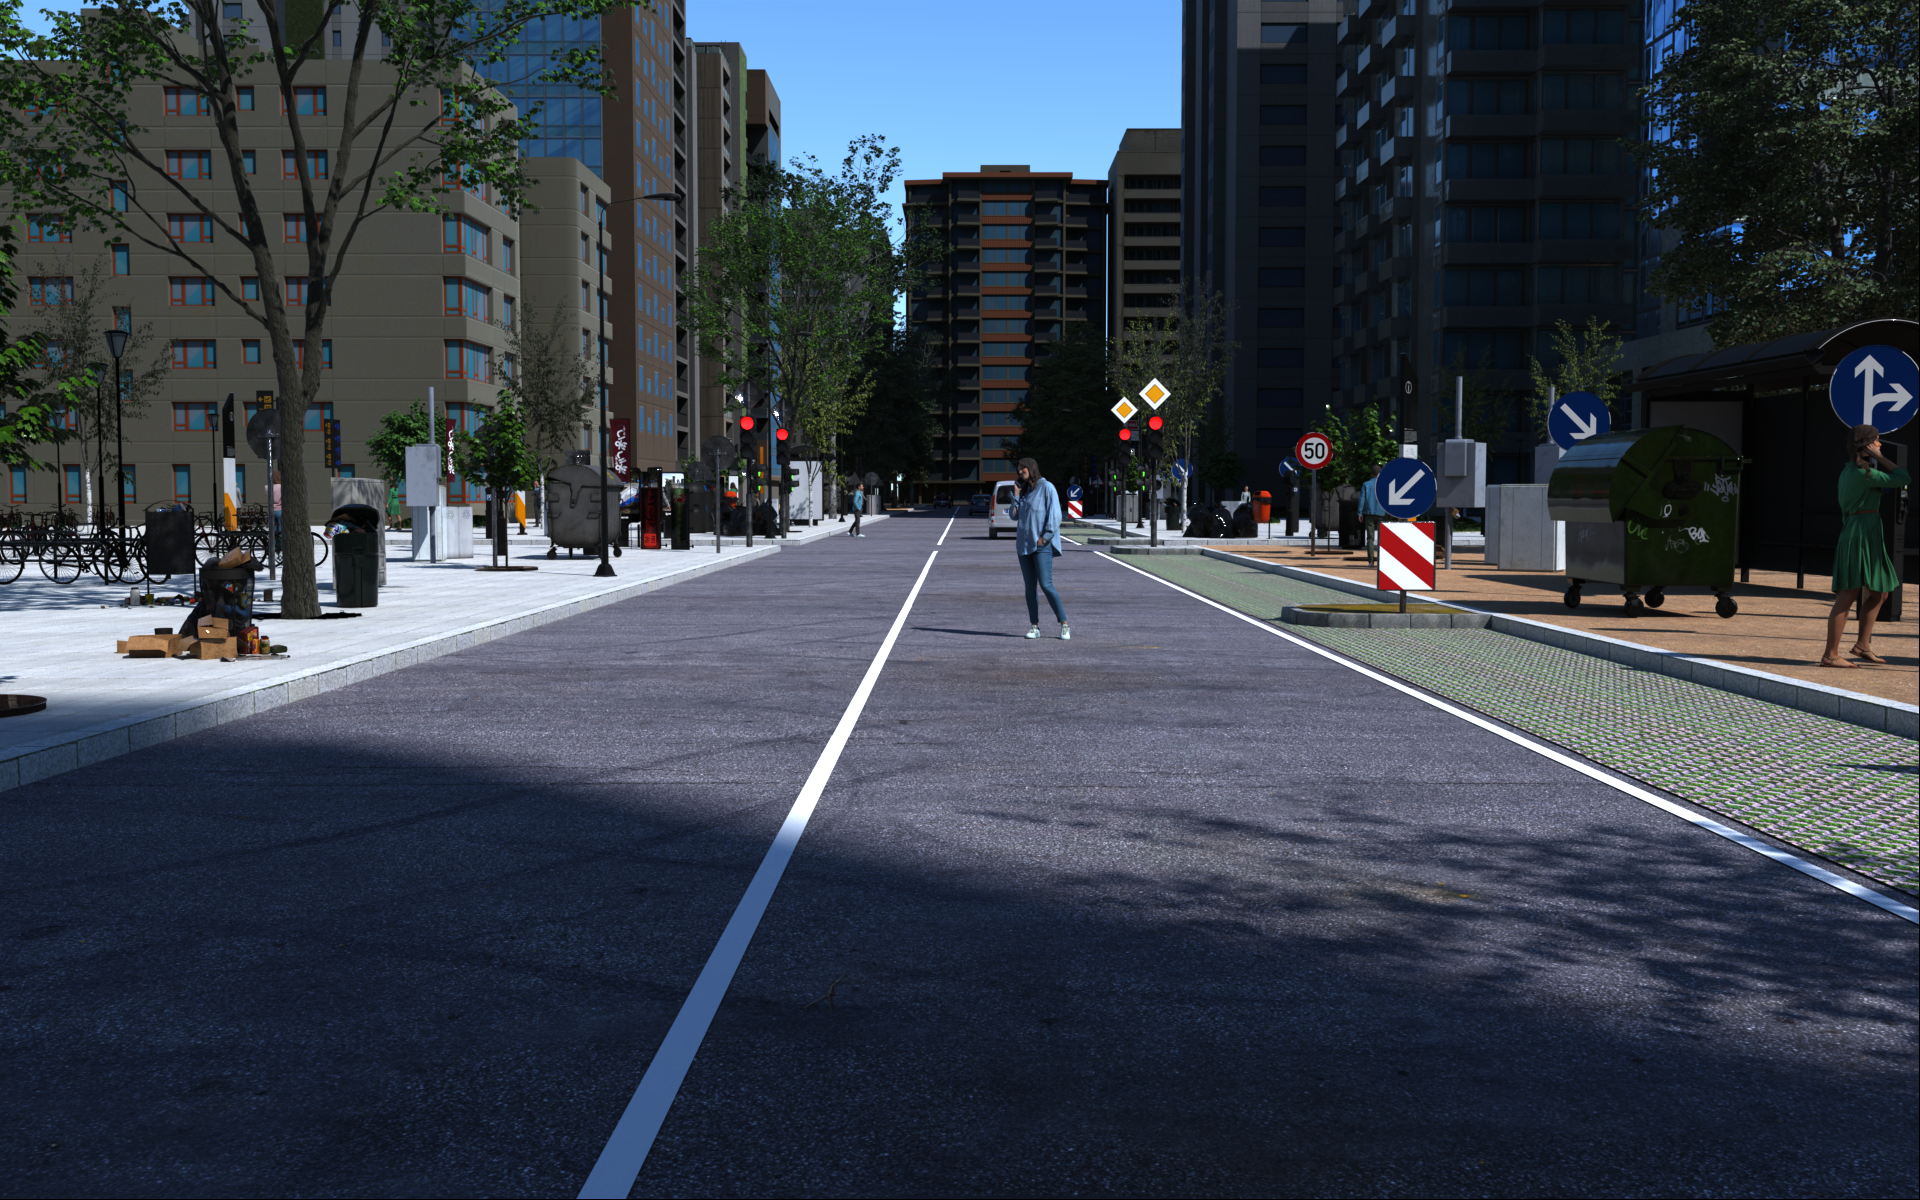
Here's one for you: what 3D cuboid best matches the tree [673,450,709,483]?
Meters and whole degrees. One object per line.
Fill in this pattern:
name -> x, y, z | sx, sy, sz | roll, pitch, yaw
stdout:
tree -> -11.731, -5.005, 76.434 | 1.663, 3.219, 1.824 | 0, 3, 0

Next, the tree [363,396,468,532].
tree -> -18.308, -4.571, 58.453 | 4.285, 4.588, 4.351 | 0, 3, 0

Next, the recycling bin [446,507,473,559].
recycling bin -> -10.221, -1.347, 34.581 | 0.722, 1.027, 0.722 | 3, 5, 40

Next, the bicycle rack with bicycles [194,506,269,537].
bicycle rack with bicycles -> -21.515, -2.370, 52.136 | 2.925, 0.926, 2.852 | -2, 4, -25

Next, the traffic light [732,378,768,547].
traffic light -> -5.087, -3.238, 41.867 | 0.839, 4.253, 0.868 | 0, 4, 0

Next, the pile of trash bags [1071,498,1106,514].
pile of trash bags -> 8.466, -6.190, 110.954 | 3.447, 1.369, 1.912 | 3, 5, 43

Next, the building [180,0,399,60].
building -> -61.863, -38.746, 175.493 | 28.212, 58.520, 21.231 | 0, 4, 0

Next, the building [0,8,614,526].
building -> -33.557, -14.596, 83.677 | 27.650, 21.520, 28.899 | 0, 4, 0

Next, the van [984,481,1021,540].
van -> 1.768, -2.984, 55.800 | 2.013, 2.044, 4.112 | 0, 4, 2

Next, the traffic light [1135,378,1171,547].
traffic light -> 4.674, -3.237, 41.853 | 0.839, 4.253, 0.868 | 0, 4, 0

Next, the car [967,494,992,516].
car -> 1.446, -6.283, 114.730 | 2.014, 1.417, 4.499 | 0, 4, 0

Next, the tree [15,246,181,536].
tree -> -26.136, -6.230, 52.227 | 4.360, 8.622, 3.978 | 0, 3, 0

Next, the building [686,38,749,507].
building -> -26.474, -28.664, 152.248 | 14.154, 41.232, 14.086 | 0, 4, 0

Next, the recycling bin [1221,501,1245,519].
recycling bin -> 9.737, -3.013, 61.813 | 0.722, 1.027, 0.722 | 1, 4, 23

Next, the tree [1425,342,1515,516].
tree -> 24.888, -8.190, 84.268 | 4.737, 8.622, 4.395 | 0, 3, 0

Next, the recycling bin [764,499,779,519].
recycling bin -> -9.795, -4.738, 90.026 | 0.722, 1.027, 0.722 | 0, 4, -3

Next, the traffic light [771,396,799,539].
traffic light -> -5.063, -3.727, 49.852 | 0.839, 4.253, 0.868 | 0, 4, 0

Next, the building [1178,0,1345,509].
building -> 32.412, -38.485, 171.234 | 21.231, 58.520, 28.212 | 0, 4, 0

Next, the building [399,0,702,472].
building -> -29.912, -42.555, 134.028 | 20.563, 71.187, 20.611 | 0, 4, 0

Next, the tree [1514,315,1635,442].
tree -> 25.349, -7.367, 70.813 | 4.737, 8.622, 4.395 | 0, 3, 0

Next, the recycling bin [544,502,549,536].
recycling bin -> -12.180, -2.453, 52.658 | 0.722, 1.027, 0.722 | -3, 4, -37

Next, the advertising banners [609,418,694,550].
advertising banners -> -7.127, -2.677, 39.950 | 2.074, 3.025, 0.090 | 1, 4, 16

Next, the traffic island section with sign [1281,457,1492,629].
traffic island section with sign -> 4.653, -0.650, 19.259 | 1.989, 1.847, 2.006 | 0, 4, 0

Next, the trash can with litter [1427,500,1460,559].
trash can with litter -> 9.578, -1.411, 34.455 | 0.624, 1.170, 1.055 | 1, 4, 22

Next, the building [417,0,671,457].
building -> -26.741, -28.276, 112.424 | 14.600, 45.320, 14.200 | 0, 4, 0

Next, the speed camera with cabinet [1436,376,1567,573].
speed camera with cabinet -> 9.065, -2.119, 28.977 | 2.038, 3.252, 0.660 | 2, 4, 35

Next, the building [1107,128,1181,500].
building -> 30.629, -37.244, 232.644 | 21.600, 48.544, 21.300 | 0, 4, 0

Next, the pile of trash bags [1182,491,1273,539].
pile of trash bags -> 8.017, -2.495, 50.546 | 1.912, 1.369, 3.447 | -2, 4, -25

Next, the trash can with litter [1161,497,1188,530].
trash can with litter -> 7.634, -3.053, 61.302 | 0.624, 1.170, 1.055 | 3, 5, 43

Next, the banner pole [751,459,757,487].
banner pole -> -8.904, -5.143, 74.112 | 0.401, 3.779, 0.863 | 2, 4, 29

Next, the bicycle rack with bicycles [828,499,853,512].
bicycle rack with bicycles -> -8.514, -6.667, 122.389 | 2.925, 0.926, 2.852 | -3, 5, -44

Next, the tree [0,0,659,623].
tree -> -6.854, -5.624, 17.705 | 9.928, 11.665, 9.643 | 0, 3, 0

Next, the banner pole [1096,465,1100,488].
banner pole -> 9.684, -8.130, 122.936 | 0.863, 3.779, 0.401 | -3, 5, -41

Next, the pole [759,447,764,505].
pole -> -8.588, -4.951, 74.800 | 0.158, 3.312, 0.155 | 0, 3, 0

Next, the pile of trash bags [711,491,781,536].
pile of trash bags -> -6.878, -2.728, 54.350 | 1.912, 1.369, 3.447 | -1, 4, -22

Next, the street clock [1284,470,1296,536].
street clock -> 10.075, -2.956, 52.903 | 0.358, 2.002, 0.471 | 2, 4, 35

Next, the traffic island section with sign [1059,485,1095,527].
traffic island section with sign -> 4.824, -4.059, 74.997 | 1.989, 1.847, 2.006 | 0, 4, 0

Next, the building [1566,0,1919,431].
building -> 43.722, -46.472, 72.493 | 31.000, 86.520, 22.319 | 0, 4, 0

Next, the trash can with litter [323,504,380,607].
trash can with litter -> -6.989, -0.519, 19.870 | 0.624, 1.170, 1.055 | -1, 4, -22

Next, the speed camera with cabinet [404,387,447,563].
speed camera with cabinet -> -10.096, -2.348, 32.719 | 0.660, 3.252, 2.038 | -1, 4, -12

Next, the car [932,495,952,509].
car -> -1.751, -9.671, 170.701 | 1.945, 1.354, 3.894 | 0, 4, -1

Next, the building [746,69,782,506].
building -> -26.378, -32.422, 180.212 | 14.200, 45.320, 14.600 | 0, 4, 0

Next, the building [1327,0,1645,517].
building -> 36.413, -29.922, 108.829 | 23.786, 49.044, 30.456 | 0, 4, 0

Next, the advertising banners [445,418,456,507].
advertising banners -> -11.945, -2.651, 39.536 | 0.090, 3.025, 2.074 | 1, 4, 10

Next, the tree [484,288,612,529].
tree -> -14.977, -6.885, 62.932 | 4.360, 8.622, 3.978 | 0, 3, 0

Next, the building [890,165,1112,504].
building -> 5.301, -35.387, 233.204 | 28.867, 44.769, 22.147 | 0, 4, 0

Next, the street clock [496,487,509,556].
street clock -> -9.559, -1.926, 36.066 | 0.358, 2.002, 0.471 | -2, 4, -33

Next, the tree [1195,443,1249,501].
tree -> 16.798, -7.760, 110.585 | 4.285, 4.588, 4.351 | 0, 3, 0

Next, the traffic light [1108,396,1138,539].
traffic light -> 4.699, -3.726, 49.838 | 0.839, 4.253, 0.868 | 0, 4, 0

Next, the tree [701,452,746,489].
tree -> -15.267, -7.838, 111.863 | 4.285, 4.588, 4.351 | 0, 3, 0

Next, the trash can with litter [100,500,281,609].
trash can with litter -> -8.841, -0.568, 20.342 | 2.233, 1.210, 1.678 | -2, 4, -24

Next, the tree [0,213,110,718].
tree -> -5.857, -0.952, 10.174 | 1.663, 3.219, 1.824 | 0, 3, 0

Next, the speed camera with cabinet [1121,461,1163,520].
speed camera with cabinet -> 9.008, -5.587, 85.680 | 2.038, 3.252, 0.660 | 0, 4, 3

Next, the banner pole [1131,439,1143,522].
banner pole -> 7.952, -5.456, 79.215 | 0.863, 3.779, 0.401 | 1, 4, 14

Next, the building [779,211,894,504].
building -> -21.113, -33.439, 238.607 | 23.993, 40.220, 32.217 | 0, 4, 0
